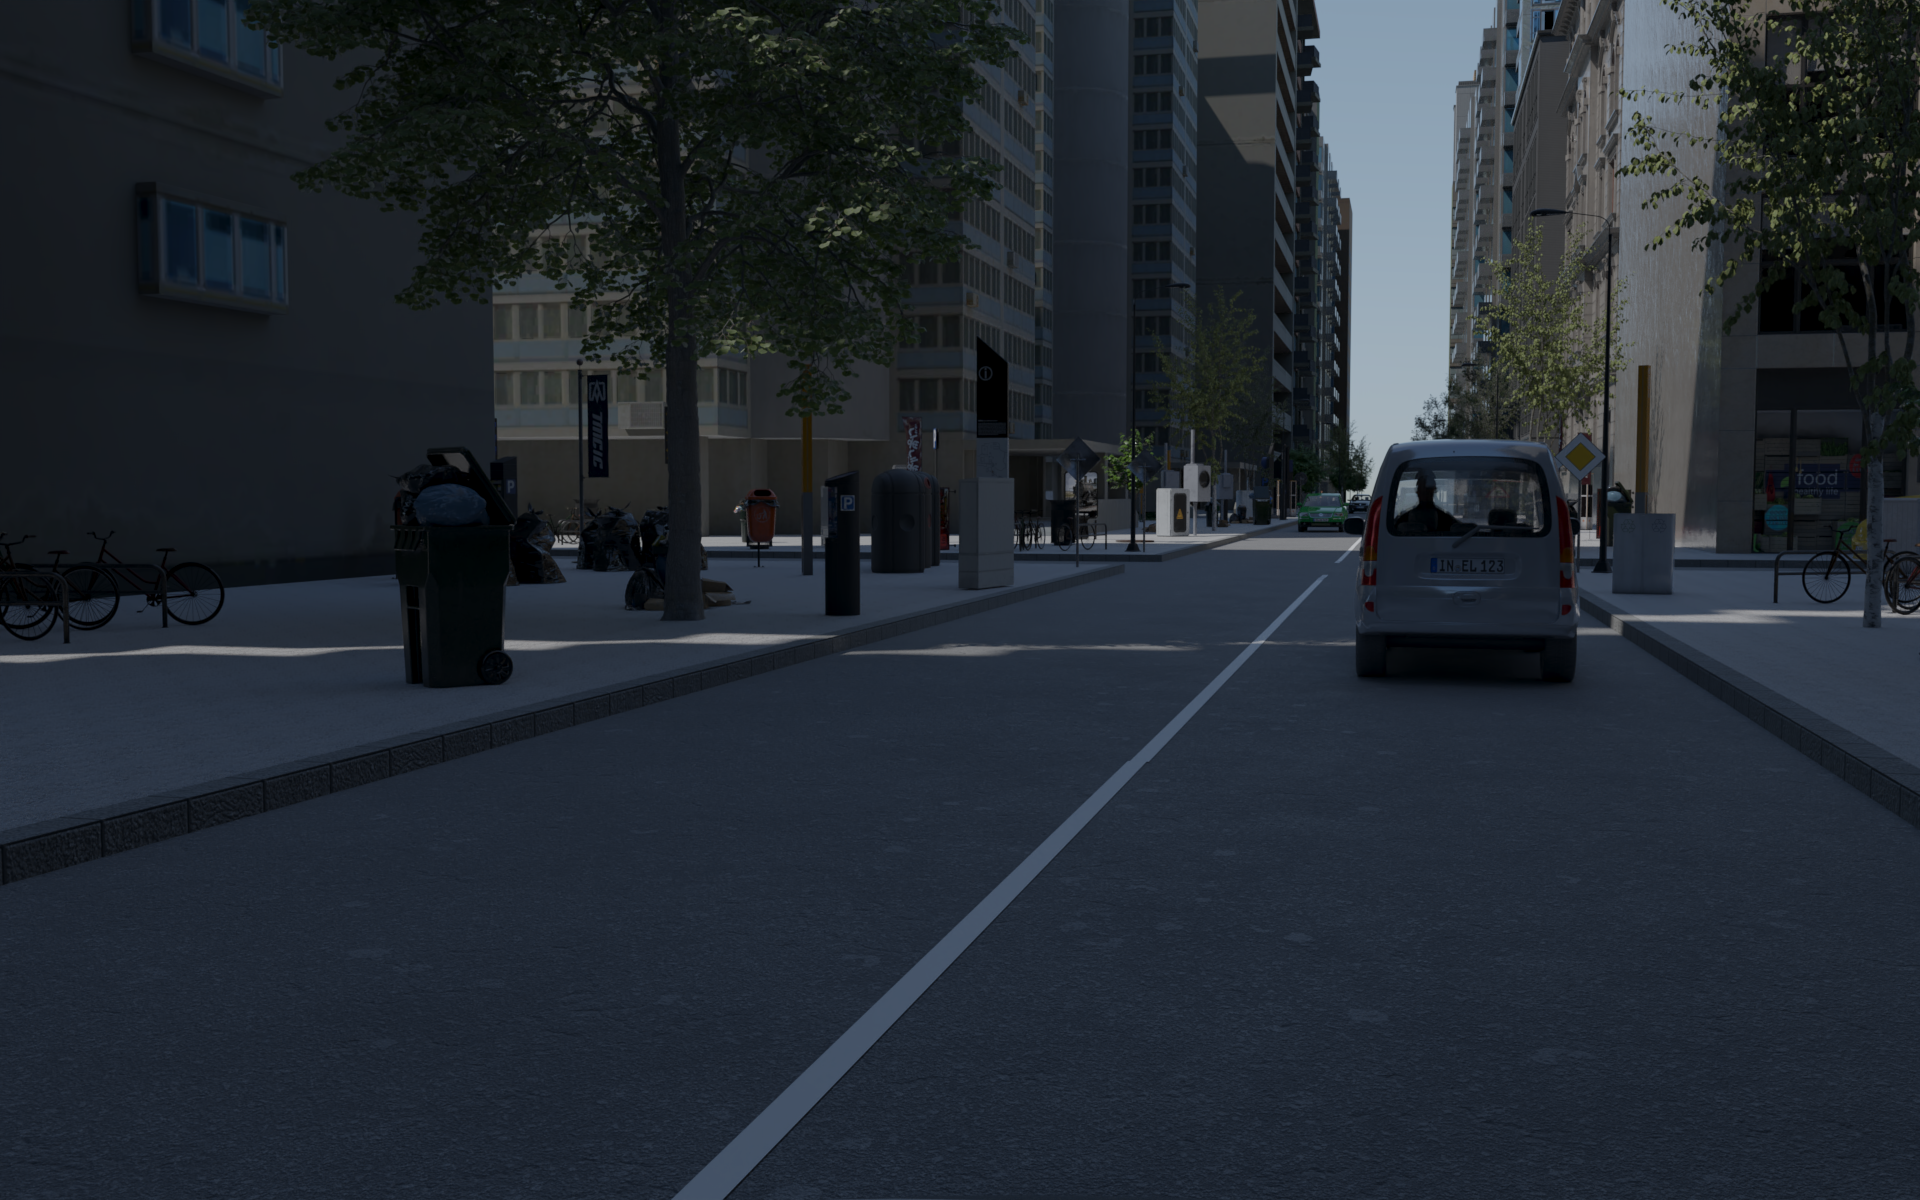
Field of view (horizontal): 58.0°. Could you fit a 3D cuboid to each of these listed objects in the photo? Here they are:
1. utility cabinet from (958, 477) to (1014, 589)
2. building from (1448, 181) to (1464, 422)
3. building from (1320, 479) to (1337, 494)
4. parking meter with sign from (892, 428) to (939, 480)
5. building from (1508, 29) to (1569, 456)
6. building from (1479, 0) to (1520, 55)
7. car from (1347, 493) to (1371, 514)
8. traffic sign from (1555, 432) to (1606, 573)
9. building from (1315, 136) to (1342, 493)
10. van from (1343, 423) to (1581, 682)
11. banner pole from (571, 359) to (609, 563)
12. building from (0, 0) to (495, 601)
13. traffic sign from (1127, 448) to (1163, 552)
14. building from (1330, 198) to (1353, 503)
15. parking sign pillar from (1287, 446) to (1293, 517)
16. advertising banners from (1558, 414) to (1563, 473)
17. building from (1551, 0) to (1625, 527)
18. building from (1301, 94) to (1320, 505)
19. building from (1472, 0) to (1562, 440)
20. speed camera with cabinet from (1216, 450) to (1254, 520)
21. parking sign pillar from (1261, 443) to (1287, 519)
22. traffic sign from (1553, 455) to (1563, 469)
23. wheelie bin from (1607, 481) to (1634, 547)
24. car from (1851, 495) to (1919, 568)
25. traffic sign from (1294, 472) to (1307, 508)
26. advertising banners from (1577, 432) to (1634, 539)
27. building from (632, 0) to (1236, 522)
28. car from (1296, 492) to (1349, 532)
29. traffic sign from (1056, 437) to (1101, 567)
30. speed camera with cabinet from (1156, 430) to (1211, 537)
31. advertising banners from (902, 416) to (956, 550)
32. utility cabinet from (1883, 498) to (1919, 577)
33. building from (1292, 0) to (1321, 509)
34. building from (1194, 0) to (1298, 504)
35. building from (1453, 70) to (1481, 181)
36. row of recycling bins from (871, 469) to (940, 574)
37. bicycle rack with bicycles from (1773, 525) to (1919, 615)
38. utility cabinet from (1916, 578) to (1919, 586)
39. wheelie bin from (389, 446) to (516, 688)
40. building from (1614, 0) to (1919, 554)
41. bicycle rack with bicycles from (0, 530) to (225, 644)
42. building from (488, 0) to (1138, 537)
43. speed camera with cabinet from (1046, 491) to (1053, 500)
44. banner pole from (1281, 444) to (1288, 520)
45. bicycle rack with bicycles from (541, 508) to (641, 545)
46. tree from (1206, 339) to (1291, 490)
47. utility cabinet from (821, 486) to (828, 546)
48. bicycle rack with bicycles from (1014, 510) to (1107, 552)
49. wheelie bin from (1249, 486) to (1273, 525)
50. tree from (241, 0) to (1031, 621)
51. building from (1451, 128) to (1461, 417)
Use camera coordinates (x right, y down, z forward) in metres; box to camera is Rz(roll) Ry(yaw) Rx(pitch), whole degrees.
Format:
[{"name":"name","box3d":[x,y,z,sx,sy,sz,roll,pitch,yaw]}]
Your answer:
[{"name":"utility cabinet","box3d":[0.355,-0.915,23.631,0.318,1.500,1.173,2,4,26]},{"name":"building","box3d":[71.196,-33.205,226.494,14.154,41.232,14.086,1,4,14]},{"name":"building","box3d":[29.300,-31.652,209.390,32.217,40.220,23.993,1,4,14]},{"name":"parking meter with sign","box3d":[-1.445,-3.032,45.832,1.738,3.016,0.543,0,4,-8]},{"name":"building","box3d":[38.002,-18.408,94.485,14.314,27.812,24.014,1,4,14]},{"name":"building","box3d":[59.663,-33.137,161.400,23.786,49.044,30.456,1,4,14]},{"name":"car","box3d":[29.343,-7.143,126.570,2.009,1.686,4.222,1,4,15]},{"name":"traffic sign","box3d":[10.089,-1.503,28.223,0.795,2.450,0.064,1,4,14]},{"name":"building","box3d":[39.822,-37.623,234.749,23.786,49.044,30.456,1,4,14]},{"name":"van","box3d":[4.260,-0.471,14.720,2.013,2.044,4.112,1,4,15]},{"name":"banner pole","box3d":[-6.824,-2.570,32.039,0.863,3.779,0.401,2,4,25]},{"name":"building","box3d":[-21.015,-24.330,21.495,21.600,48.544,21.300,1,4,14]},{"name":"traffic sign","box3d":[4.051,-2.104,38.036,0.795,2.450,0.064,1,4,14]},{"name":"building","box3d":[50.429,-37.044,255.772,14.600,45.320,14.200,1,4,14]},{"name":"parking sign pillar","box3d":[18.420,-6.745,98.759,1.447,3.967,1.447,-2,4,-27]},{"name":"advertising banners","box3d":[13.304,-2.600,38.693,0.090,3.025,2.074,1,4,14]},{"name":"building","box3d":[32.265,-17.349,71.053,14.401,28.519,23.554,1,4,14]},{"name":"building","box3d":[27.496,-29.724,169.580,14.154,41.232,14.086,1,4,14]},{"name":"building","box3d":[51.348,-50.014,130.399,22.319,86.520,31.000,1,4,14]},{"name":"speed camera with cabinet","box3d":[12.479,-5.104,77.788,2.038,3.252,0.660,-1,4,-17]},{"name":"parking sign pillar","box3d":[16.122,-6.260,90.821,1.447,3.967,1.447,1,4,21]},{"name":"traffic sign","box3d":[12.079,-1.976,35.957,0.795,2.450,0.064,1,4,14]},{"name":"wheelie bin","box3d":[16.058,-2.105,42.324,0.693,1.594,0.980,1,4,13]},{"name":"car","box3d":[17.947,-1.237,30.452,3.980,1.641,2.015,1,4,13]},{"name":"traffic sign","box3d":[19.905,-6.188,101.272,0.768,2.556,0.104,1,4,23]},{"name":"advertising banners","box3d":[18.452,-3.263,49.544,2.074,3.025,0.090,-1,4,-22]},{"name":"building","box3d":[0.918,-25.081,101.959,32.217,40.220,23.993,1,4,14]},{"name":"car","box3d":[13.934,-3.525,66.437,1.959,1.807,4.718,1,4,14]},{"name":"traffic sign","box3d":[2.061,-1.631,30.302,0.795,2.450,0.064,1,4,14]},{"name":"speed camera with cabinet","box3d":[6.813,-3.569,52.682,0.660,3.252,2.038,3,5,44]},{"name":"advertising banners","box3d":[-0.426,-2.646,39.453,2.074,3.025,0.090,-2,4,-32]},{"name":"utility cabinet","box3d":[15.207,-1.017,27.790,1.020,1.237,0.306,0,4,5]},{"name":"building","box3d":[19.220,-30.238,149.017,22.147,44.769,28.867,1,4,14]},{"name":"building","box3d":[12.518,-30.595,123.929,21.300,48.544,21.600,1,4,14]},{"name":"building","box3d":[80.445,-43.021,245.389,21.231,58.520,28.212,1,4,14]},{"name":"row of recycling bins","box3d":[-0.945,-1.377,29.619,1.069,1.692,3.534,0,4,5]},{"name":"bicycle rack with bicycles","box3d":[10.876,-0.385,19.669,2.925,0.926,2.852,-1,4,-15]},{"name":"utility cabinet","box3d":[13.838,-0.800,24.244,1.020,1.237,0.306,-2,4,-29]},{"name":"wheelie bin","box3d":[-3.424,-0.231,11.680,0.693,1.594,0.980,-3,5,-39]},{"name":"building","box3d":[35.134,-14.498,41.558,34.151,26.468,19.350,1,4,14]},{"name":"bicycle rack with bicycles","box3d":[-8.683,-0.152,15.875,2.925,0.926,2.852,0,4,2]},{"name":"building","box3d":[-10.481,-22.669,62.513,32.217,40.220,23.993,1,4,14]},{"name":"speed camera with cabinet","box3d":[3.927,-5.771,88.695,0.660,3.252,2.038,3,5,41]},{"name":"banner pole","box3d":[16.198,-5.918,86.771,0.401,3.779,0.863,2,4,24]},{"name":"bicycle rack with bicycles","box3d":[-9.595,-1.917,44.723,2.925,0.926,2.852,-1,4,-15]},{"name":"tree","box3d":[13.530,-7.989,80.987,4.360,8.622,3.978,0,3,0]},{"name":"utility cabinet","box3d":[-3.042,-2.011,41.560,0.318,1.500,1.173,-1,4,-21]},{"name":"bicycle rack with bicycles","box3d":[2.016,-1.601,39.556,2.852,0.926,2.925,2,4,27]},{"name":"wheelie bin","box3d":[12.856,-4.013,73.517,0.693,1.594,0.980,-2,4,-27]},{"name":"tree","box3d":[-3.143,-6.087,17.642,7.486,12.596,7.792,0,3,0]},{"name":"building","box3d":[69.766,-35.723,203.671,23.786,49.044,30.456,1,4,14]}]
